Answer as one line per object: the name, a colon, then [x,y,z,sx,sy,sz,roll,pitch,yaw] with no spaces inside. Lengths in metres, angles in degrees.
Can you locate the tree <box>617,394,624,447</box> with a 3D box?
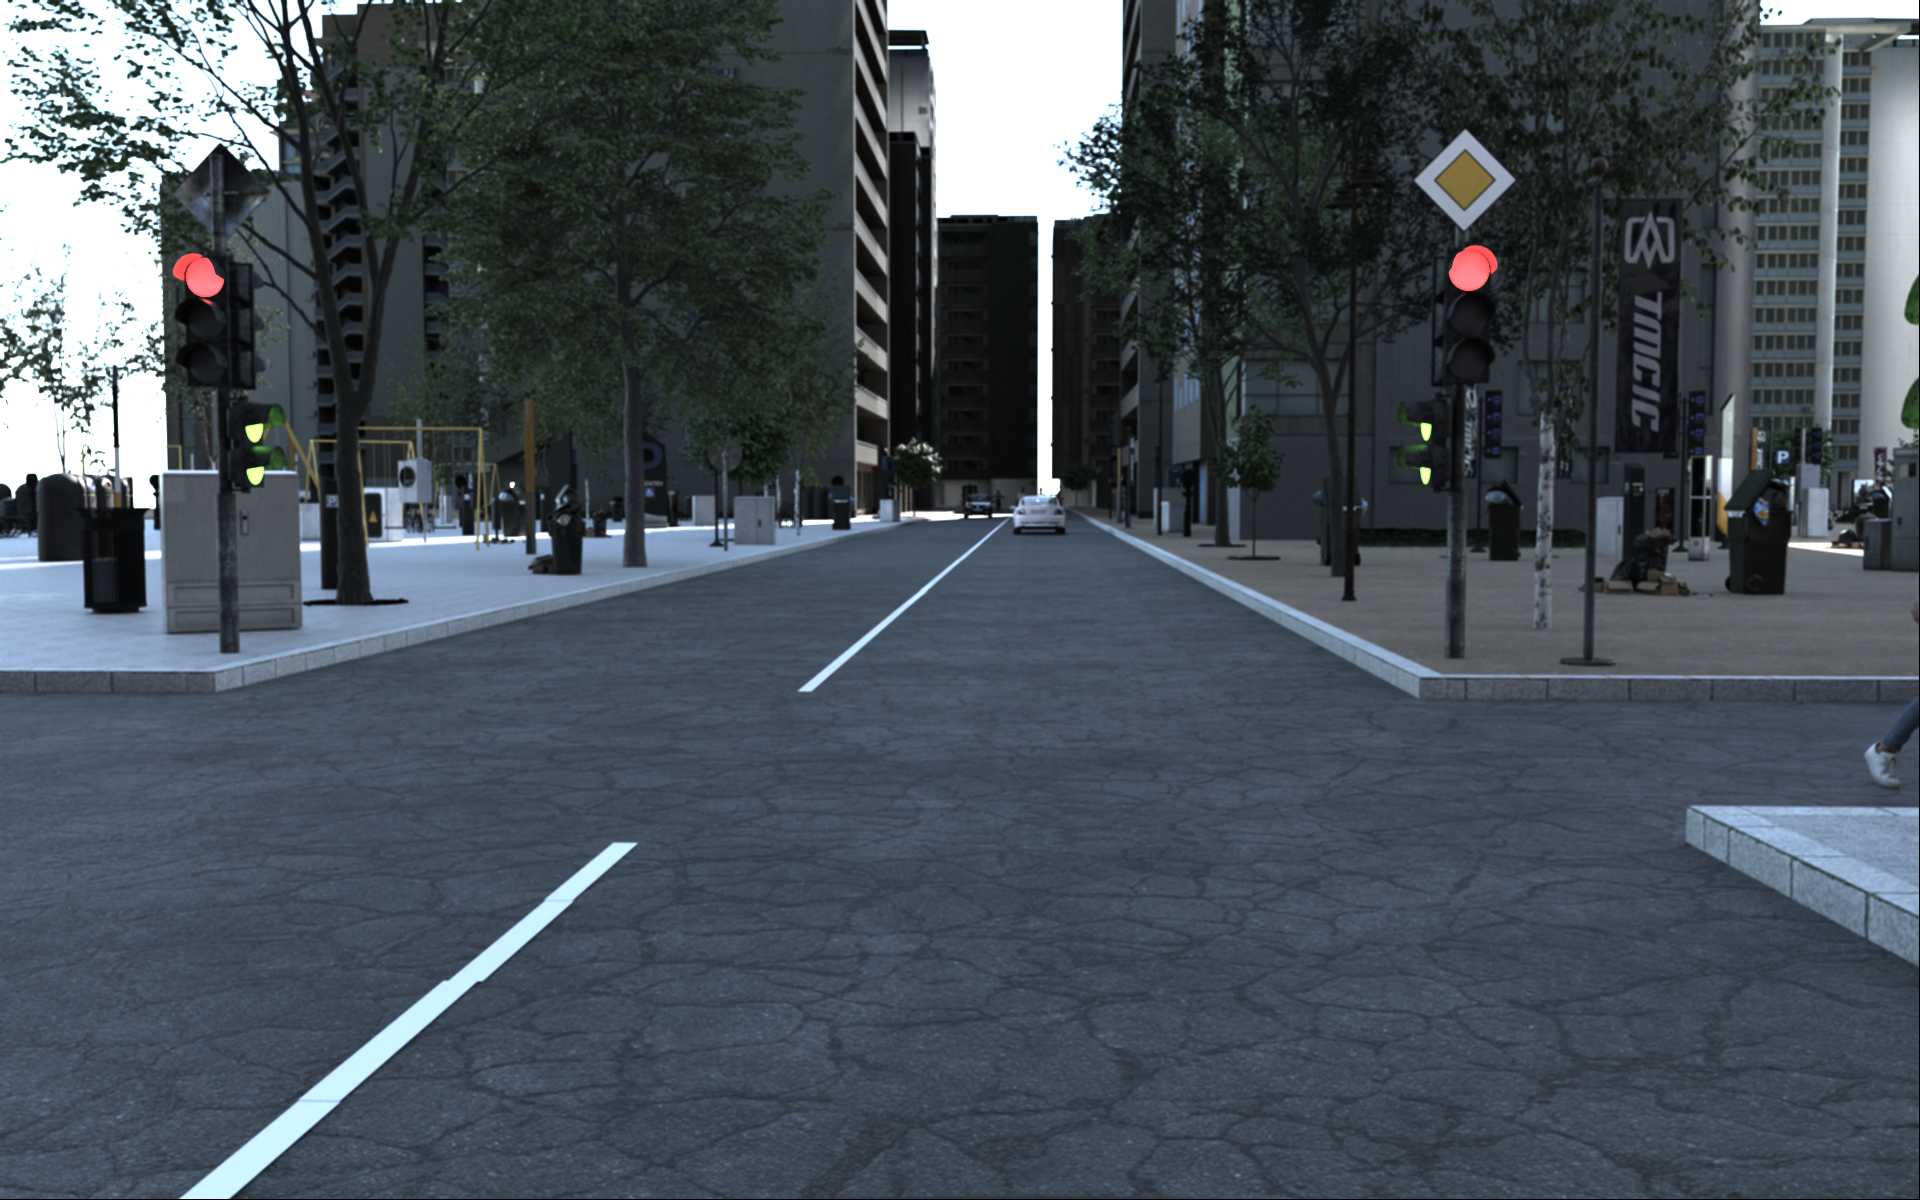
tree: [-17.953,-8.188,84.243,4.737,8.622,4.395,0,3,0]

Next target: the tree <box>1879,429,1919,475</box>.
tree: [27.824,-3.431,50.706,1.663,3.219,1.824,0,3,0]

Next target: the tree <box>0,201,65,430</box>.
tree: [-23.685,-5.540,40.940,4.737,8.622,4.395,0,3,0]

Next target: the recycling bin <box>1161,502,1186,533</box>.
recycling bin: [7.143,-2.779,57.997,0.722,1.027,0.722,-1,4,-20]

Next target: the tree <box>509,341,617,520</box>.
tree: [-18.722,-7.871,79.058,4.737,8.622,4.395,0,3,0]

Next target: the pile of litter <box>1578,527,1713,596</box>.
pile of litter: [8.826,-0.514,22.365,1.176,0.858,1.719,-1,4,-22]

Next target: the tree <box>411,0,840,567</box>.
tree: [-6.145,-6.867,30.409,7.486,12.596,7.792,0,3,0]

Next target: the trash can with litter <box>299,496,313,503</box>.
trash can with litter: [-26.285,-3.511,68.467,2.233,1.210,1.678,-3,5,-43]

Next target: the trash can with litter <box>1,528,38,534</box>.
trash can with litter: [-30.438,-2.744,55.928,2.233,1.210,1.678,0,4,7]

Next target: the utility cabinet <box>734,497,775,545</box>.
utility cabinet: [-5.197,-1.997,43.812,1.020,1.237,0.306,1,4,16]

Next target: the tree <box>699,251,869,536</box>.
tree: [-4.956,-6.302,53.405,4.737,8.622,4.395,0,3,0]

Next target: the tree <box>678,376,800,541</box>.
tree: [-5.960,-3.911,47.655,4.285,4.588,4.351,0,3,0]

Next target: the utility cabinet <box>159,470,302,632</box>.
utility cabinet: [-6.800,-0.458,16.172,1.173,1.500,0.318,-2,4,-31]

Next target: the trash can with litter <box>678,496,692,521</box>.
trash can with litter: [-12.704,-4.352,82.218,2.233,1.210,1.678,2,4,30]

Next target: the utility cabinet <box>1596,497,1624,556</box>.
utility cabinet: [13.642,-1.513,35.897,0.306,1.237,1.020,-1,4,-21]

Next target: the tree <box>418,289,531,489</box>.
tree: [-17.715,-6.878,62.819,4.360,8.622,3.978,0,3,0]

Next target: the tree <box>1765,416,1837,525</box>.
tree: [35.195,-5.446,72.756,4.285,4.588,4.351,0,3,0]

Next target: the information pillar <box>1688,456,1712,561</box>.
information pillar: [14.194,-1.757,33.215,0.304,2.012,0.304,3,5,44]

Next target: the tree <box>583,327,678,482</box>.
tree: [-13.160,-7.351,70.550,4.360,8.622,3.978,0,3,0]

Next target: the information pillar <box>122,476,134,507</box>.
information pillar: [-33.877,-4.042,70.570,0.304,2.012,0.304,2,4,34]

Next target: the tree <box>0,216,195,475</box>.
tree: [-24.031,-5.898,46.790,4.360,8.622,3.978,0,3,0]

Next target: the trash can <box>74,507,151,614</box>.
trash can: [-9.147,-0.433,18.734,0.748,1.137,0.748,0,3,0]

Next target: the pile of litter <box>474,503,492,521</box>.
pile of litter: [-22.272,-4.111,81.182,1.719,0.858,1.176,2,4,30]

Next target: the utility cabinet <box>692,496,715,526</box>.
utility cabinet: [-10.237,-3.573,69.572,1.020,1.237,0.306,-2,4,-34]

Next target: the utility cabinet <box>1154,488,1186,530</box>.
utility cabinet: [7.434,-3.206,61.099,1.173,1.500,0.318,-1,4,-12]

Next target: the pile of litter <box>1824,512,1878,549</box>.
pile of litter: [21.142,-1.613,40.335,1.719,0.858,1.176,3,5,40]

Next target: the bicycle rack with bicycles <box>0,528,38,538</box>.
bicycle rack with bicycles: [-28.481,-2.296,50.917,2.852,0.926,2.925,3,4,37]

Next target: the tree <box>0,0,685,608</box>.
tree: [-7.030,-5.763,19.982,9.928,11.665,9.643,0,3,0]

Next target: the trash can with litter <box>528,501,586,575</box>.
trash can with litter: [-6.485,-0.996,27.669,1.055,1.170,0.624,2,4,33]

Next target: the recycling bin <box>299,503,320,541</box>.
recycling bin: [-17.919,-2.162,47.896,0.722,1.027,0.722,-3,4,-36]

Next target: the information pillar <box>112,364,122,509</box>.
information pillar: [-15.148,-2.433,31.128,0.183,3.616,0.504,-2,4,-24]

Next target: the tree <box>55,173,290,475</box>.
tree: [-17.355,-5.469,39.784,4.360,8.622,3.978,0,3,0]

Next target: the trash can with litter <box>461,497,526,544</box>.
trash can with litter: [-12.247,-2.097,45.338,1.678,1.210,2.233,-1,4,-14]

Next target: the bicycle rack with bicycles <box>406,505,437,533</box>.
bicycle rack with bicycles: [-18.664,-2.733,58.069,2.852,0.926,2.925,0,4,5]

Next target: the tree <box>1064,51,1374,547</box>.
tree: [6.226,-7.104,41.902,9.928,11.665,9.643,0,3,0]

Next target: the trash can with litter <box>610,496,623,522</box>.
trash can with litter: [-15.900,-4.197,80.013,0.624,1.170,1.055,-1,4,-17]

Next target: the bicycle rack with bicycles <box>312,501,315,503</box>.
bicycle rack with bicycles: [-32.489,-4.617,88.876,2.925,0.926,2.852,-3,5,-41]

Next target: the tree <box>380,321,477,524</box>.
tree: [-22.077,-7.490,72.816,4.737,8.622,4.395,0,3,0]

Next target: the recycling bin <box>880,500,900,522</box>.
recycling bin: [-3.211,-4.102,79.616,0.722,1.027,0.722,2,4,28]

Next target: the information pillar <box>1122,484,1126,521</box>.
information pillar: [7.719,-4.766,82.413,0.304,2.012,0.304,1,4,13]

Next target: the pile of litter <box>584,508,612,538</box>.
pile of litter: [-10.949,-2.296,51.512,1.176,0.858,1.719,0,4,-8]

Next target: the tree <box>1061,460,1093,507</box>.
tree: [11.176,-11.148,165.984,4.285,4.588,4.351,0,3,0]

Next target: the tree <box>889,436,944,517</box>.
tree: [-2.623,-6.988,97.968,4.285,4.588,4.351,0,3,0]

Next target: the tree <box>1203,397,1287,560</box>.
tree: [5.876,-2.416,34.095,1.663,3.219,1.824,0,3,0]

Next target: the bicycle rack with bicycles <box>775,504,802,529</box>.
bicycle rack with bicycles: [-7.176,-3.160,65.043,2.852,0.926,2.925,-1,4,-10]

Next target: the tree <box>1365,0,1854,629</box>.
tree: [5.782,-4.027,16.198,4.360,8.622,3.978,0,3,0]

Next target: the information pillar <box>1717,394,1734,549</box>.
information pillar: [17.827,-2.996,40.335,0.504,3.616,0.183,-3,4,-37]

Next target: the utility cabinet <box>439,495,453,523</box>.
utility cabinet: [-22.639,-3.985,76.312,0.306,1.237,1.020,-2,4,-32]

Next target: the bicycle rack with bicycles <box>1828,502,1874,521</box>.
bicycle rack with bicycles: [45.335,-4.442,86.005,2.925,0.926,2.852,0,4,0]

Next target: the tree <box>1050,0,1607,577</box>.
tree: [5.880,-5.662,26.981,8.767,10.594,7.601,-1,4,-10]
